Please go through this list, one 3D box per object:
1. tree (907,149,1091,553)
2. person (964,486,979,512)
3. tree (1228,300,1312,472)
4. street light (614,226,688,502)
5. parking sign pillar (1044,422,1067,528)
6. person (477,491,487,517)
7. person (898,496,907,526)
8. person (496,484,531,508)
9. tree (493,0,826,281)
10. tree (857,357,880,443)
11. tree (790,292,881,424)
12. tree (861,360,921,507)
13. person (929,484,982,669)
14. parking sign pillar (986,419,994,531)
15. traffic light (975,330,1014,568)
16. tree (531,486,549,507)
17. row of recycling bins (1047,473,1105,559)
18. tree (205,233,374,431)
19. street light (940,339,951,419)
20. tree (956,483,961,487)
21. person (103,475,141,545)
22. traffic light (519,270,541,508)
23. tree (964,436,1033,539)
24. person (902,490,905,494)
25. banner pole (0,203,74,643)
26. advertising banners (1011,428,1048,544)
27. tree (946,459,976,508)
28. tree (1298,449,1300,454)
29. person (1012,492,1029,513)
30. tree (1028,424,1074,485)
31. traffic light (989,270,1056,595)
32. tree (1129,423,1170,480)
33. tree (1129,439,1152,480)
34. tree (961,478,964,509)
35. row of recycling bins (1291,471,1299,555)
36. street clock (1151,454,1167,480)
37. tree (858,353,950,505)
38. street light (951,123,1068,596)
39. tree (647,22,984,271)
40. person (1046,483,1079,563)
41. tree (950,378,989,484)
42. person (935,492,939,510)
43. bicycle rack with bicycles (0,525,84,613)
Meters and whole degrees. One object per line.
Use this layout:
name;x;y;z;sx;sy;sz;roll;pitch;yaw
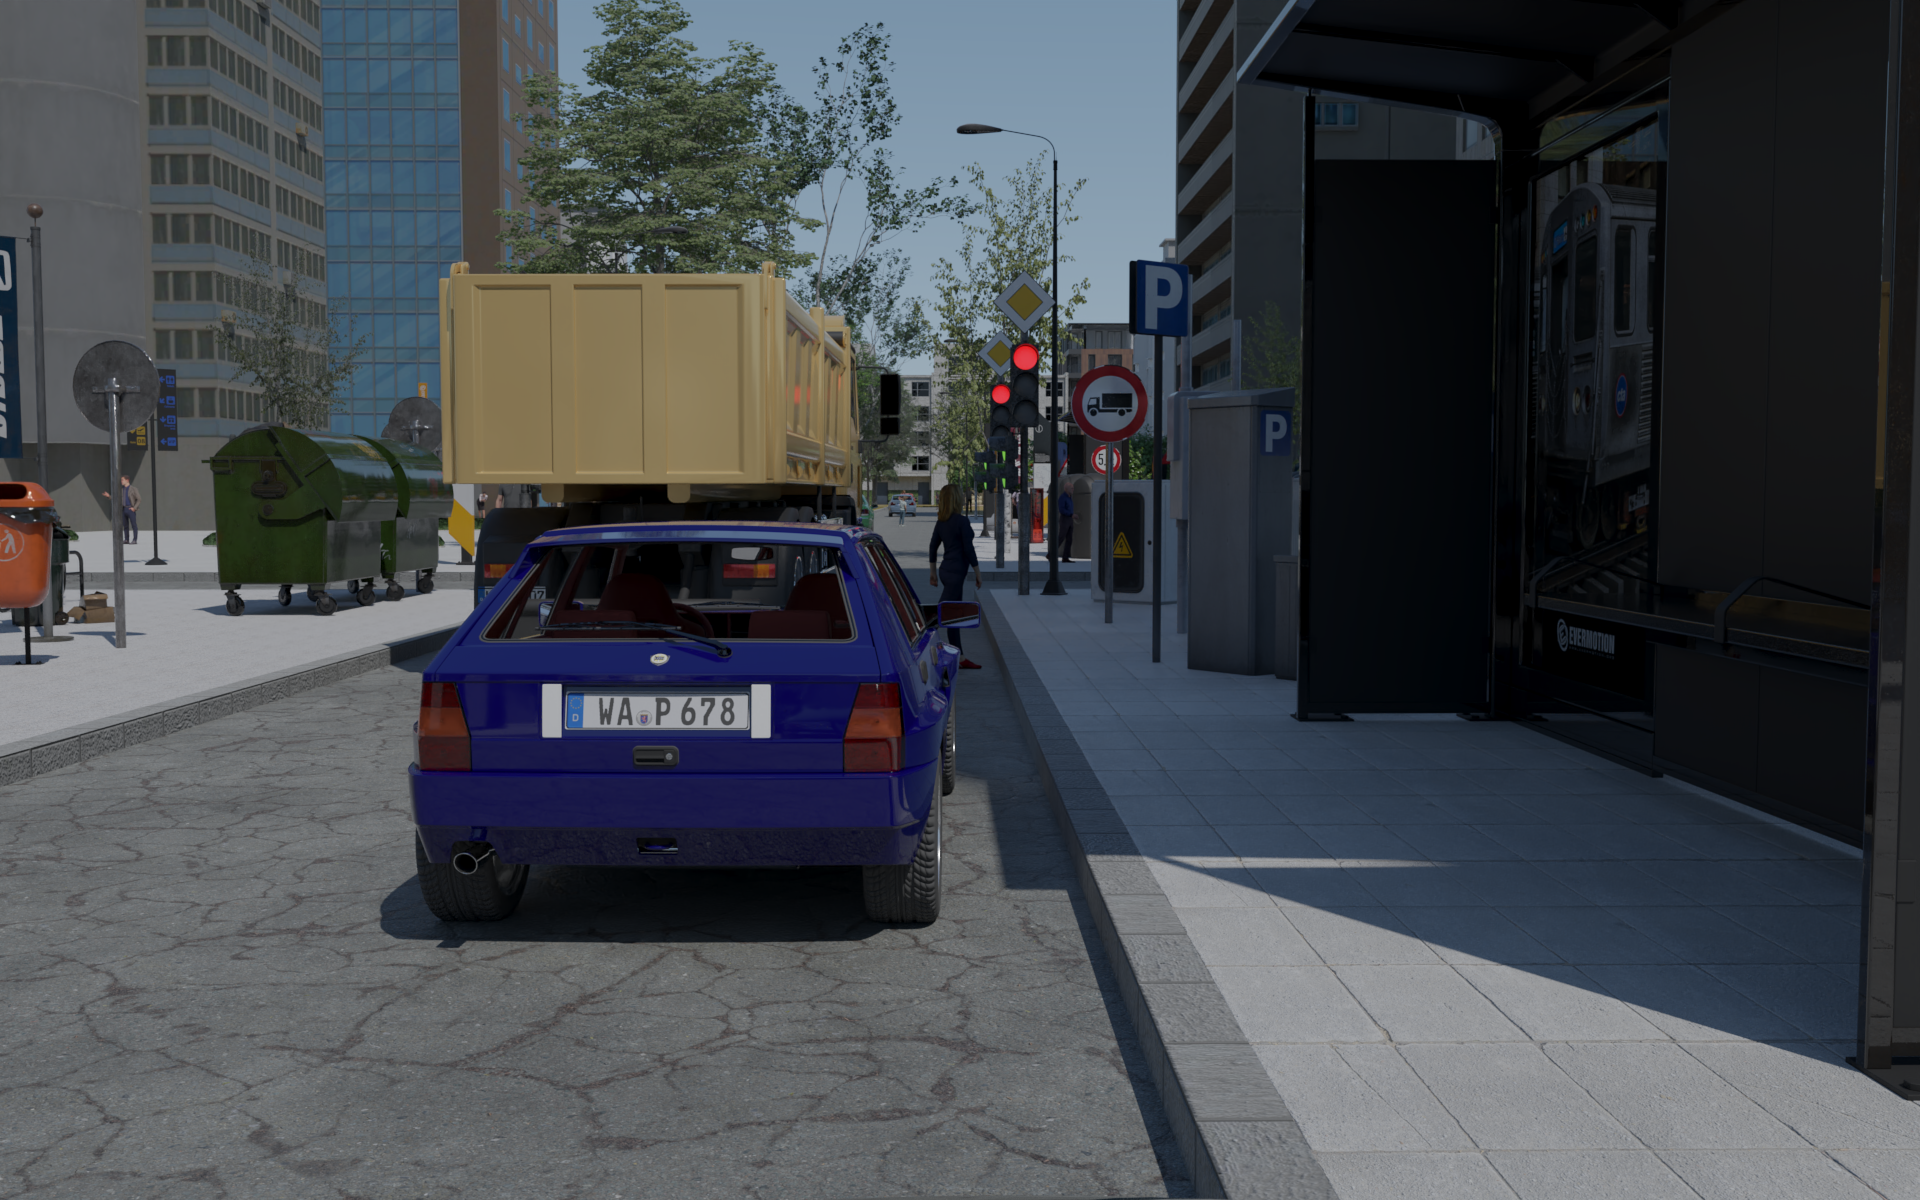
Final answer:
tree;0.973;-5.336;37.598;4.737;8.622;4.395;0;3;0
person;0.661;-7.044;121.225;1.348;1.823;0.705;-1;4;-11
tree;12.199;-7.018;65.113;4.737;8.622;4.395;0;3;0
street light;-5.425;-3.527;30.209;1.470;5.913;1.316;0;4;-1
parking sign pillar;3.712;-4.698;65.292;1.447;3.967;1.447;1;4;16
person;-23.389;-4.622;84.809;0.799;1.438;0.628;2;4;26
person;-2.556;-3.941;76.840;0.435;1.345;0.340;1;4;14
person;-7.622;-1.427;29.506;0.598;1.807;0.434;0;4;5
tree;-6.996;-7.448;39.903;7.486;12.596;7.792;0;3;0
tree;-8.277;-10.252;102.039;8.767;10.594;7.601;1;4;12
tree;-7.730;-10.075;90.482;9.928;11.665;9.643;0;3;0
tree;-8.179;-15.801;165.002;9.857;13.997;8.962;0;3;0
person;-0.115;-0.183;14.027;0.480;1.512;0.613;3;5;44
parking sign pillar;1.531;-4.404;60.470;1.447;3.967;1.447;0;4;-1
traffic light;0.676;-2.506;29.892;0.839;4.253;0.868;0;4;-1
tree;-17.462;-4.790;72.923;1.663;3.219;1.824;0;3;0
row of recycling bins;2.445;-1.751;35.745;1.069;1.692;3.534;0;4;-7
tree;-19.314;-6.083;49.815;4.360;8.622;3.978;0;3;0
street light;0.209;-4.857;51.954;1.470;5.913;1.316;0;4;-1
tree;0.457;-9.618;151.861;1.663;3.219;1.824;0;3;0
person;-21.272;-2.288;43.976;0.617;1.759;0.750;2;4;27
traffic light;-5.467;-2.011;21.801;0.839;4.253;0.868;0;4;-1
tree;1.405;-3.394;50.092;1.663;3.219;1.824;0;3;0
person;-4.556;-8.216;143.549;0.721;1.743;1.217;2;4;29
banner pole;-8.121;-1.519;14.852;0.401;3.779;0.863;3;5;42
advertising banners;2.010;-2.973;44.792;2.074;3.025;0.090;-3;5;-43
tree;0.398;-10.786;160.062;4.285;4.588;4.351;0;3;0
tree;16.272;-5.602;75.311;4.285;4.588;4.351;0;3;0
person;2.038;-2.999;56.007;0.756;1.711;0.436;3;5;42
tree;4.167;-5.754;77.797;4.285;4.588;4.351;0;3;0
traffic light;0.793;-2.018;21.908;0.839;4.253;0.868;0;4;-1
tree;8.576;-5.891;80.035;4.285;4.588;4.351;0;3;0
tree;6.089;-4.066;61.081;1.663;3.219;1.824;0;3;0
tree;1.190;-6.253;96.844;1.663;3.219;1.824;0;3;0
row of recycling bins;6.092;-1.443;30.708;1.069;1.692;3.534;0;4;-6
street clock;3.584;-1.628;31.193;0.358;2.002;0.471;0;4;-1
tree;-7.986;-14.707;150.833;12.009;13.543;11.850;0;3;0
street light;0.656;-3.018;21.893;1.470;5.913;1.316;0;4;-1
tree;-5.746;-13.045;69.174;12.611;20.169;13.585;0;3;0
person;1.984;-1.432;32.157;0.574;1.496;0.600;-3;5;-41
tree;-0.653;-16.616;182.042;12.009;13.543;11.850;0;3;0
person;-2.077;-9.105;158.832;0.415;1.643;0.593;1;4;16
bicycle rack with bicycles;-11.276;-0.404;19.980;2.852;0.926;2.925;0;4;6
